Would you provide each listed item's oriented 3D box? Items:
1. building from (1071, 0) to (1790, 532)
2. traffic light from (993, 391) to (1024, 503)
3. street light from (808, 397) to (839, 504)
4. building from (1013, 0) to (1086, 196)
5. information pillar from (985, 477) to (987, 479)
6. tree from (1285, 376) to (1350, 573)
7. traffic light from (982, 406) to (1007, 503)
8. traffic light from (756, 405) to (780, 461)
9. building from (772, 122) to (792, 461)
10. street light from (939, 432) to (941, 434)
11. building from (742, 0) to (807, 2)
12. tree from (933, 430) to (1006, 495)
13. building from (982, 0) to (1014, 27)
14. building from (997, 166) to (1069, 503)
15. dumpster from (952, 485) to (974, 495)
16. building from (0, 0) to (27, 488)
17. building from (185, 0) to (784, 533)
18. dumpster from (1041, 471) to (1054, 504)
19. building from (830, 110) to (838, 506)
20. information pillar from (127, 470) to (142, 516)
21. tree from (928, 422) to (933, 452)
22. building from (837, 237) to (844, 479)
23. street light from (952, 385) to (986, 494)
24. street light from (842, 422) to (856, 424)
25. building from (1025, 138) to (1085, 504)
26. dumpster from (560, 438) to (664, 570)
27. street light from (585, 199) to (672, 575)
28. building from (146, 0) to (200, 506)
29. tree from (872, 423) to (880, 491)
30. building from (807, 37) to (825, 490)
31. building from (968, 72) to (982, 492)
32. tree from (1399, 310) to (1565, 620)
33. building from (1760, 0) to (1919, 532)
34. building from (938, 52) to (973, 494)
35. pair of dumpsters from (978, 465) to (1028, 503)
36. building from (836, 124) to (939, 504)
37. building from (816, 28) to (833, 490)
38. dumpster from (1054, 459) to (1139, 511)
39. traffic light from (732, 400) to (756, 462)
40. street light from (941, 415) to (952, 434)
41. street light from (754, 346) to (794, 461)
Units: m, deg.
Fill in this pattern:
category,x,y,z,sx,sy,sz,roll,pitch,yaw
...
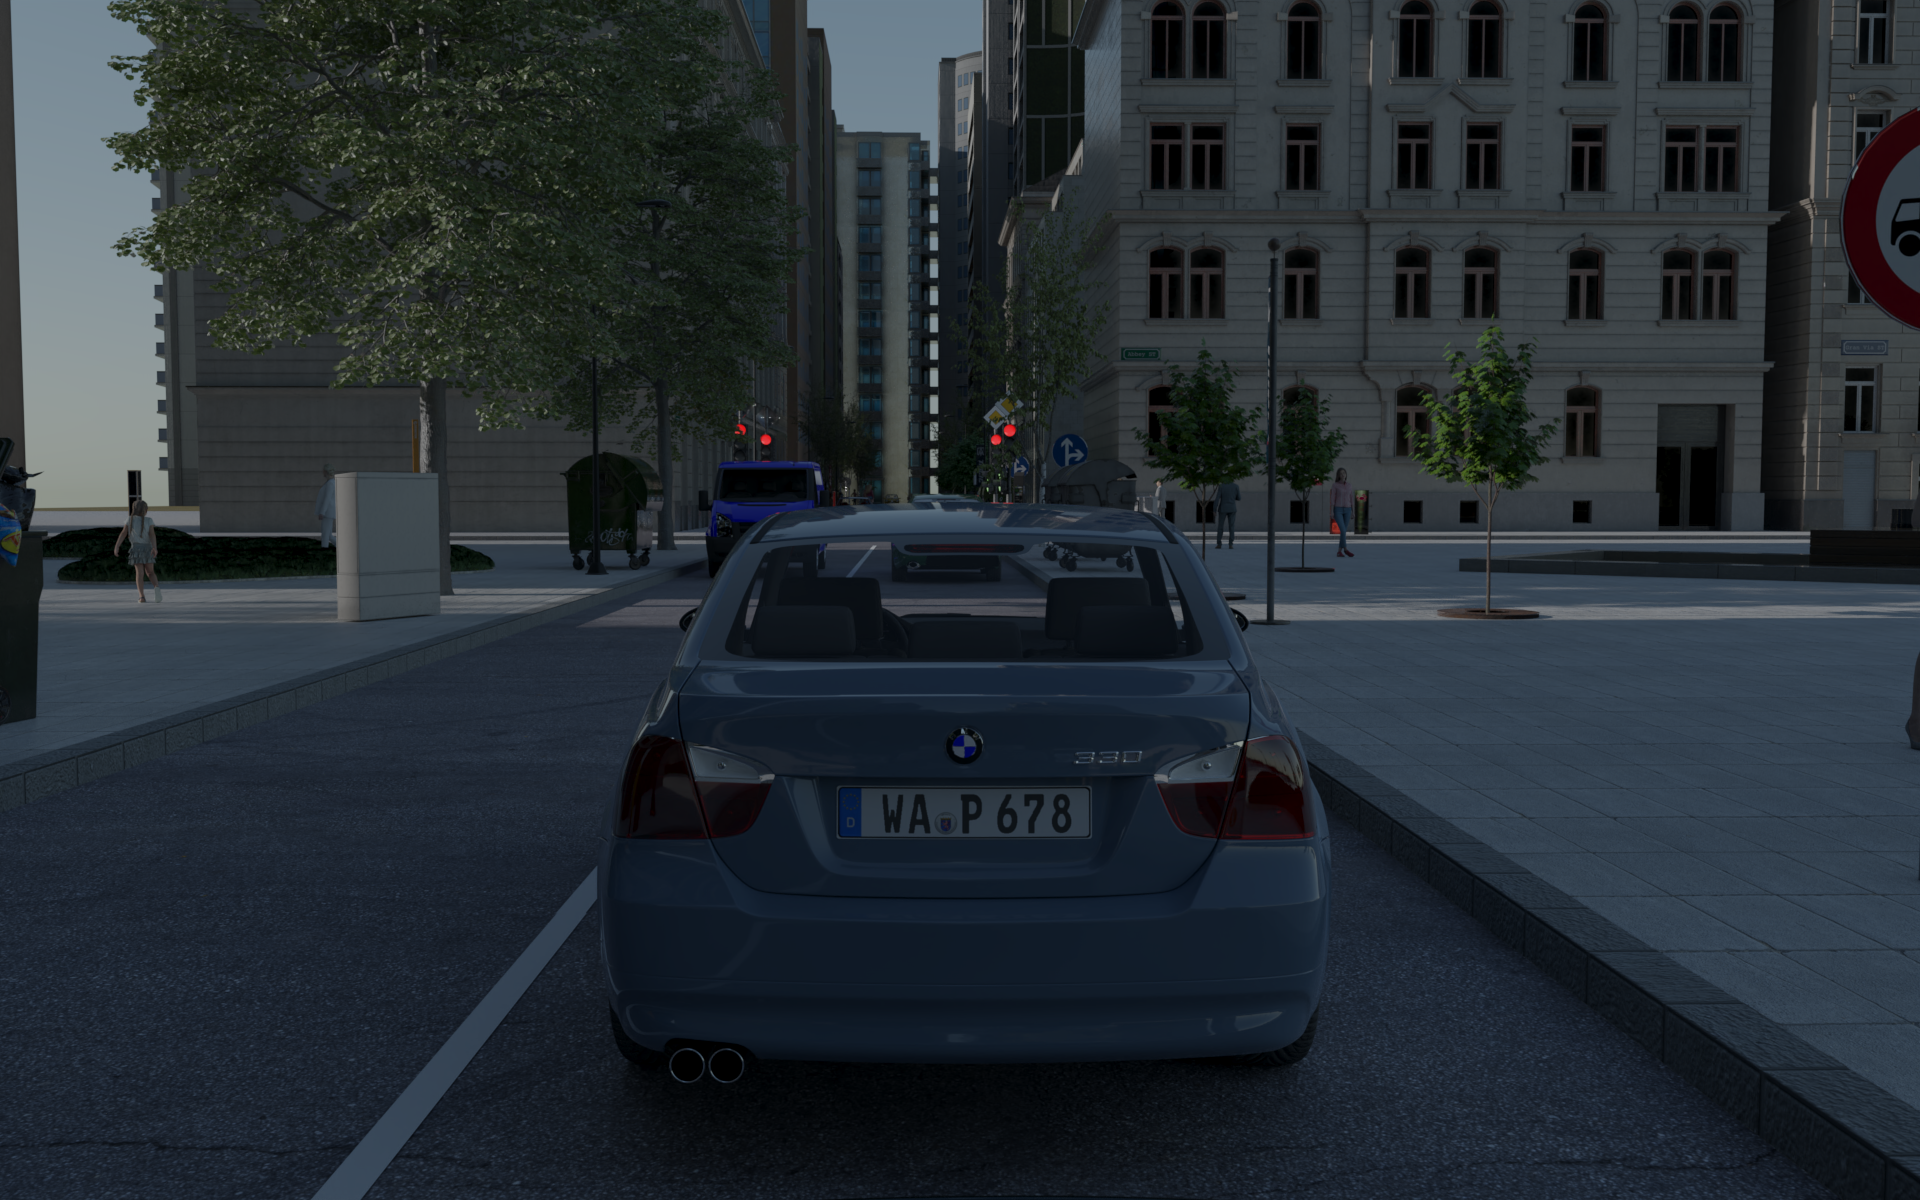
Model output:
category,x,y,z,sx,sy,sz,roll,pitch,yaw
building,16.250,-16.942,64.392,23.554,28.519,14.401,0,4,-1
traffic light,1.305,-3.532,46.670,0.839,4.253,0.868,0,4,-1
street light,-6.685,-6.747,82.861,1.470,5.913,1.316,0,4,-1
building,12.872,-42.929,140.135,20.563,71.187,20.611,0,4,-1
information pillar,1.194,-3.888,68.061,0.304,2.012,0.304,-2,4,-31
tree,5.564,-2.085,28.697,1.663,3.219,1.824,0,3,0
traffic light,1.108,-4.020,54.653,0.839,4.253,0.868,0,4,-1
traffic light,-6.051,-4.009,54.461,0.839,4.253,0.868,0,4,-1
building,-17.951,-19.852,110.482,13.634,28.700,20.117,0,4,-1
street light,-0.843,-9.617,129.774,1.470,5.913,1.316,0,4,-1
building,-19.251,-29.713,135.920,14.600,45.320,14.200,0,4,-1
tree,0.696,-6.692,93.121,4.285,4.588,4.351,0,3,0
building,12.604,-38.144,165.647,21.231,58.520,28.212,0,4,-1
building,8.564,-17.815,120.158,11.050,23.489,19.941,0,4,-1
dumpster,0.282,-6.581,110.089,1.502,2.255,1.985,0,4,-1
building,-49.781,-16.458,62.597,24.014,27.812,14.314,0,4,-1
building,-17.969,-18.468,78.372,17.030,29.872,44.131,0,4,-1
dumpster,2.267,-1.711,33.727,1.264,1.857,1.865,0,4,-1
building,-19.981,-30.288,178.798,14.154,41.232,14.086,0,4,-1
information pillar,-25.248,-2.968,53.014,0.304,2.012,0.304,0,4,-2
tree,0.296,-10.066,114.948,4.737,8.622,4.395,0,3,0
building,-20.225,-25.911,195.342,14.107,30.474,14.160,0,4,-1
street light,0.517,-6.195,73.837,1.470,5.913,1.316,0,4,-1
street light,-7.358,-8.465,110.946,1.470,5.913,1.316,0,4,-1
building,9.535,-15.115,101.874,10.420,20.320,16.860,0,4,-1
dumpster,-6.002,-1.676,29.893,1.502,2.255,1.985,0,4,-2
street light,-5.248,-3.359,27.456,1.470,5.913,1.316,0,4,-1
building,-71.760,-39.626,189.890,28.212,58.520,21.231,0,4,-1
tree,-8.878,-11.289,134.940,4.737,8.622,4.395,0,3,0
building,-19.240,-28.549,150.368,14.154,41.232,14.086,0,4,-1
building,11.811,-34.748,191.830,21.300,48.544,21.600,0,4,-1
tree,5.669,-1.442,18.176,1.663,3.219,1.824,0,3,0
building,40.599,-16.308,63.895,25.104,27.353,12.463,0,4,-1
building,11.302,-41.869,226.549,28.212,58.520,21.231,0,4,-1
pair of dumpsters,1.493,-3.543,60.423,1.574,2.255,4.437,0,4,-1
building,-18.046,-37.152,227.046,30.456,49.044,23.786,0,4,-1
building,-19.371,-31.465,164.568,14.600,45.320,14.200,0,4,-1
dumpster,2.332,-1.437,29.254,1.264,1.857,1.865,0,4,-1
traffic light,-5.854,-3.520,46.478,0.839,4.253,0.868,0,4,-1
street light,-0.204,-7.906,101.804,1.470,5.913,1.316,0,4,-1
street light,-5.891,-5.004,54.356,1.470,5.913,1.316,0,4,-1
